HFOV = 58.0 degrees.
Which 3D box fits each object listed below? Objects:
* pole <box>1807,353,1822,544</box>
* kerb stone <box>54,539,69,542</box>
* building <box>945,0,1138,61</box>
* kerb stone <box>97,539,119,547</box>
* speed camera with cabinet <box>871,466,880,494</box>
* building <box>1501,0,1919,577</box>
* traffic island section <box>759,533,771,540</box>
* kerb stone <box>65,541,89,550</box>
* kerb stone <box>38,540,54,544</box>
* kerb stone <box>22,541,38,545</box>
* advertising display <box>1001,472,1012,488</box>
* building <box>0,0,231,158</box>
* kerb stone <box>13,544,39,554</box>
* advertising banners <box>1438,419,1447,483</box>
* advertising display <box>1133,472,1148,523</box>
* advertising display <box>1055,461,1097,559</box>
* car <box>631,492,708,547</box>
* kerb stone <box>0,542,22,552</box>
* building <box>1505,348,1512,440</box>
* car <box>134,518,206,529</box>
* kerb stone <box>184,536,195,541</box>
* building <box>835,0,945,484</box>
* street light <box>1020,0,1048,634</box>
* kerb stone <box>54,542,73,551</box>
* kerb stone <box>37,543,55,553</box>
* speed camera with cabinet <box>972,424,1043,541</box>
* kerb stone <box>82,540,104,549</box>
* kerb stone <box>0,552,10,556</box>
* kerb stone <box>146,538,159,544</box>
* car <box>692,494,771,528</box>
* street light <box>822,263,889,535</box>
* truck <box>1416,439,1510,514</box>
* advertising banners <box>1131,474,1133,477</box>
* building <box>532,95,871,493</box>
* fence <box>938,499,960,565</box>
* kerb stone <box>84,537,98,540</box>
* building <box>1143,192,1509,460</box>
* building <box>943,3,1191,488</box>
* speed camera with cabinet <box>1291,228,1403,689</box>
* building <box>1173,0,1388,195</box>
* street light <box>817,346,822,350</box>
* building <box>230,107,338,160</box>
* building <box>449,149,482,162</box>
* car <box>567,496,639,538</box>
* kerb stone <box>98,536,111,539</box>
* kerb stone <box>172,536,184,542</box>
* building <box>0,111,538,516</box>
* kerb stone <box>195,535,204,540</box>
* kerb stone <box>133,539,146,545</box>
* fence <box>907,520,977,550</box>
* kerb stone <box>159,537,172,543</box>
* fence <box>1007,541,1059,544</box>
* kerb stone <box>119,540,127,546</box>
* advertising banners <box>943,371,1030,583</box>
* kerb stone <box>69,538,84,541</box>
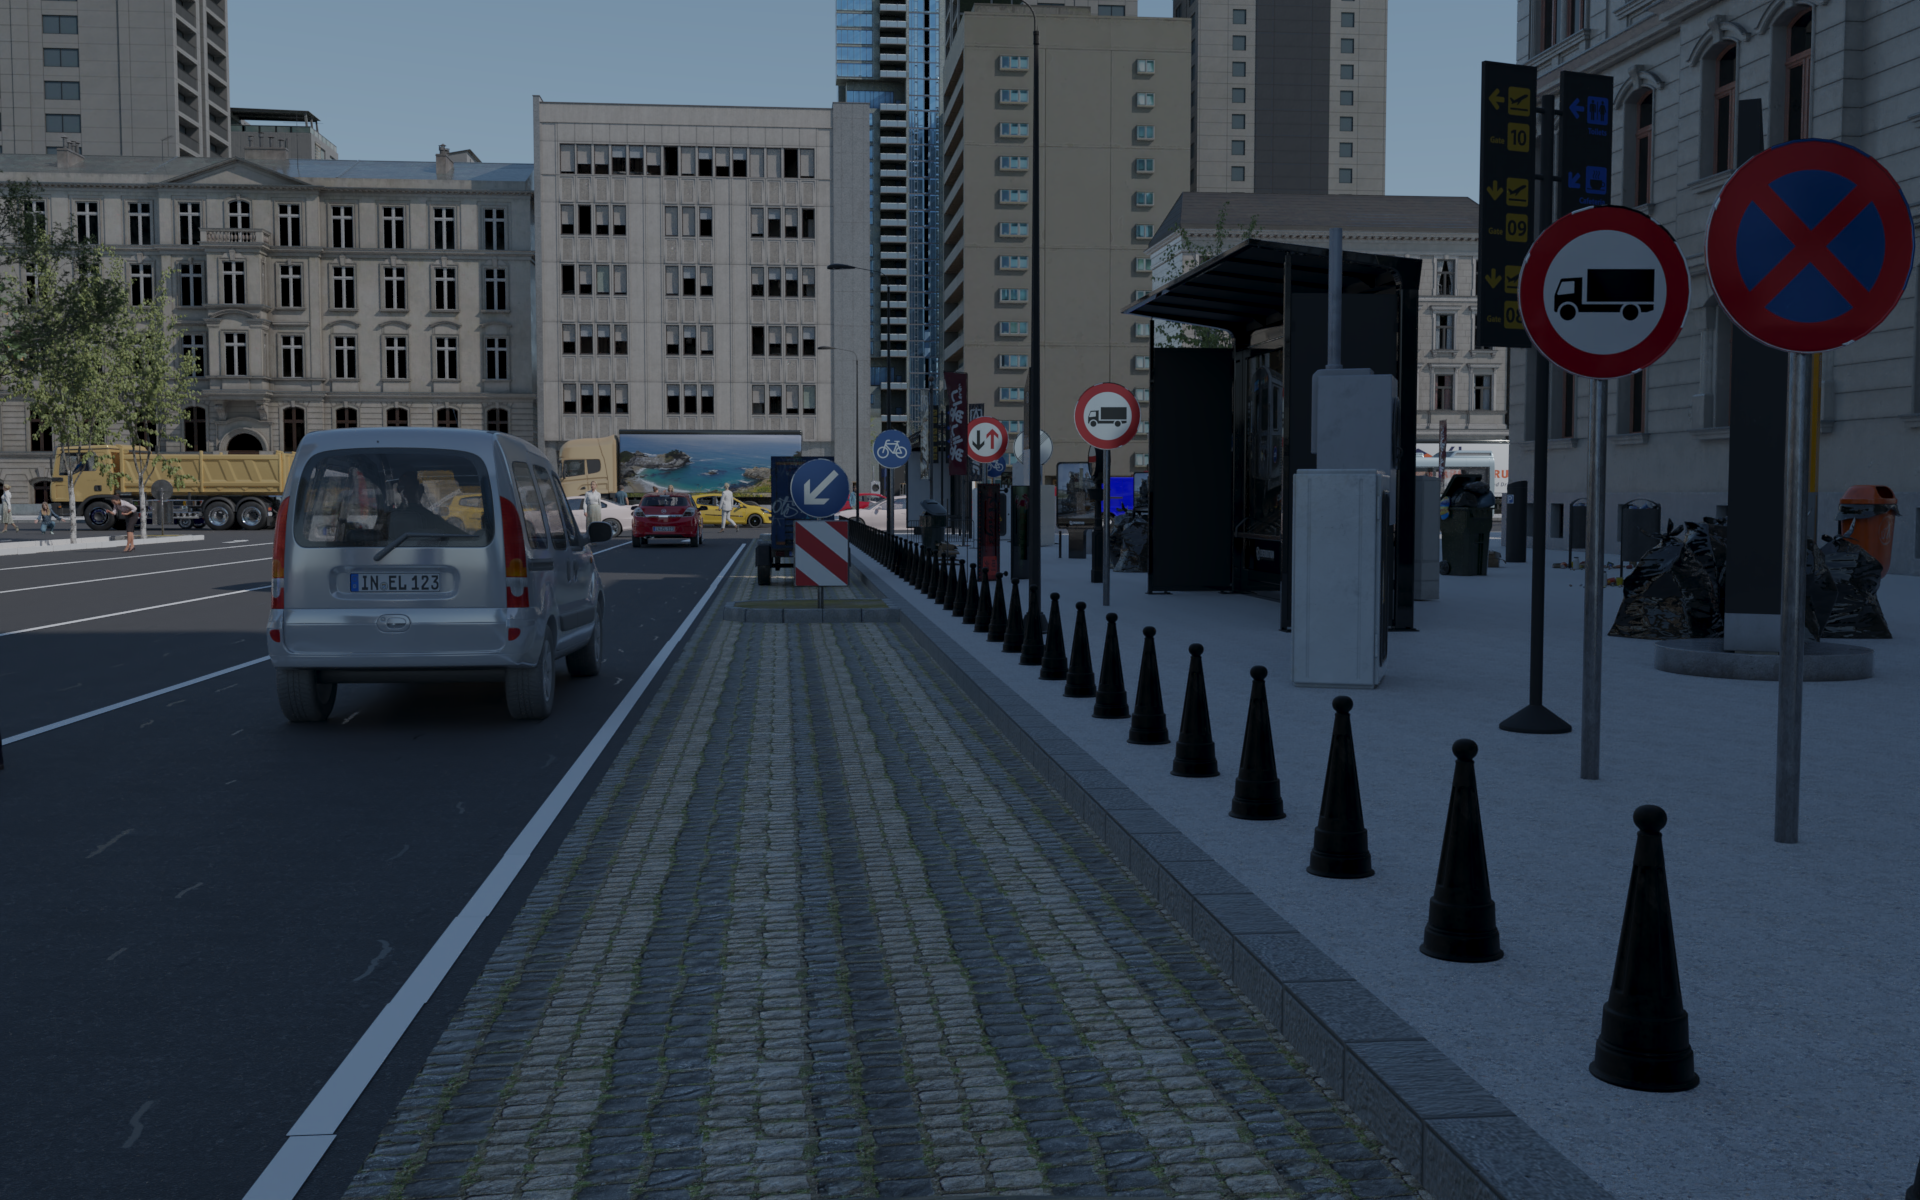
[{"bbox_3d":[12.253,-1.900,24.915,0.158,3.312,0.155,0,3,0],"label":"pole"},{"bbox_3d":[-25.346,-1.614,48.618,0.120,0.150,1.000,0,4,-6],"label":"kerb stone"},{"bbox_3d":[7.272,-45.991,190.202,20.563,71.187,20.611,0,4,-6],"label":"building"},{"bbox_3d":[-23.039,-1.504,46.782,0.120,0.150,1.000,0,4,-6],"label":"kerb stone"},{"bbox_3d":[-6.641,-7.764,121.272,2.038,3.252,0.660,-2,4,-24],"label":"speed camera with cabinet"},{"bbox_3d":[20.631,-14.920,31.328,14.401,28.519,23.554,0,4,-6],"label":"building"},{"bbox_3d":[-5.361,-2.007,55.088,2.009,0.180,2.903,0,4,-6],"label":"traffic island section"},{"bbox_3d":[-22.836,-1.379,44.737,0.120,0.150,1.000,0,4,-6],"label":"kerb stone"},{"bbox_3d":[-25.238,-1.553,47.587,0.120,0.150,1.000,0,4,-6],"label":"kerb stone"},{"bbox_3d":[-25.135,-1.490,46.564,0.120,0.150,1.000,0,4,-6],"label":"kerb stone"},{"bbox_3d":[1.651,-2.716,49.617,0.974,1.923,0.123,1,4,19],"label":"advertising display"},{"bbox_3d":[-75.004,-43.833,154.921,20.563,71.187,20.611,0,4,-6],"label":"building"},{"bbox_3d":[-22.506,-1.186,41.667,0.120,0.150,1.000,0,4,-6],"label":"kerb stone"},{"bbox_3d":[11.339,-2.780,41.646,0.090,3.025,2.074,0,4,-2],"label":"advertising banners"},{"bbox_3d":[5.404,-2.753,50.230,0.123,1.923,0.974,-3,5,-39],"label":"advertising display"},{"bbox_3d":[2.332,-1.783,34.369,0.974,1.923,0.123,3,5,39],"label":"advertising display"},{"bbox_3d":[-8.102,-2.391,48.140,2.155,1.783,4.494,0,4,-6],"label":"car"},{"bbox_3d":[-25.025,-1.428,45.540,0.120,0.150,1.000,0,4,-6],"label":"kerb stone"},{"bbox_3d":[43.342,-15.958,115.670,16.860,20.320,10.420,0,4,-6],"label":"building"},{"bbox_3d":[-33.001,-3.615,71.690,3.894,1.354,1.945,0,4,-5],"label":"car"},{"bbox_3d":[-23.685,-1.878,52.927,0.120,0.150,1.000,0,4,-6],"label":"kerb stone"},{"bbox_3d":[-7.985,-58.823,274.424,31.000,86.520,22.319,0,4,-6],"label":"building"},{"bbox_3d":[0.151,-2.644,15.775,1.470,5.913,1.316,0,4,-6],"label":"street light"},{"bbox_3d":[-22.729,-1.312,43.714,0.120,0.150,1.000,0,4,-6],"label":"kerb stone"},{"bbox_3d":[-22.631,-1.253,42.687,0.120,0.150,1.000,0,4,-6],"label":"kerb stone"},{"bbox_3d":[1.326,-3.289,48.113,2.038,3.252,0.660,-2,4,-34],"label":"speed camera with cabinet"},{"bbox_3d":[-22.939,-1.441,45.759,0.120,0.150,1.000,0,4,-6],"label":"kerb stone"},{"bbox_3d":[-22.410,-1.128,40.643,0.120,0.150,1.000,0,4,-6],"label":"kerb stone"},{"bbox_3d":[-23.365,-1.687,49.852,0.120,0.150,1.000,0,4,-6],"label":"kerb stone"},{"bbox_3d":[-9.925,-3.882,73.702,3.980,1.641,2.015,0,4,-7],"label":"car"},{"bbox_3d":[-1.983,-3.826,35.099,1.470,5.913,1.316,0,4,-6],"label":"street light"},{"bbox_3d":[27.260,-6.191,90.133,11.283,4.237,2.839,0,4,-6],"label":"truck"},{"bbox_3d":[14.819,-9.603,153.202,0.090,3.025,2.074,-2,4,-30],"label":"advertising banners"},{"bbox_3d":[-15.950,-17.856,109.965,19.932,24.808,12.078,0,4,-6],"label":"building"},{"bbox_3d":[-0.233,-1.284,32.197,0.480,1.192,2.264,0,4,-1],"label":"fence"},{"bbox_3d":[-25.552,-1.741,50.664,0.120,0.150,1.000,0,4,-6],"label":"kerb stone"},{"bbox_3d":[14.656,-15.992,112.383,40.483,20.767,10.553,0,4,-6],"label":"building"},{"bbox_3d":[9.917,-33.412,169.988,21.300,48.544,21.600,0,4,-6],"label":"building"},{"bbox_3d":[2.771,-1.097,12.278,0.660,3.252,2.038,1,4,17],"label":"speed camera with cabinet"},{"bbox_3d":[34.022,-46.166,193.068,20.611,71.187,20.563,0,4,-6],"label":"building"},{"bbox_3d":[-3.768,-5.010,54.460,1.470,5.913,1.316,0,4,-6],"label":"street light"},{"bbox_3d":[-74.602,-30.741,186.203,14.086,41.232,14.154,0,4,-6],"label":"building"},{"bbox_3d":[-66.332,-41.831,273.171,27.495,52.752,28.713,0,4,-6],"label":"building"},{"bbox_3d":[-12.927,-2.769,57.631,4.827,1.381,2.083,0,4,-8],"label":"car"},{"bbox_3d":[-25.664,-1.804,51.697,0.120,0.150,1.000,0,4,-6],"label":"kerb stone"},{"bbox_3d":[-23.576,-1.813,51.900,0.120,0.150,1.000,0,4,-6],"label":"kerb stone"},{"bbox_3d":[-43.333,-17.703,108.532,34.723,24.649,14.460,0,4,-6],"label":"building"},{"bbox_3d":[-23.782,-1.934,53.959,0.120,0.150,1.000,0,4,-6],"label":"kerb stone"},{"bbox_3d":[-23.261,-1.628,48.829,0.120,0.150,1.000,0,4,-6],"label":"kerb stone"},{"bbox_3d":[-0.434,-1.512,40.100,2.069,0.683,0.278,-3,5,-39],"label":"fence"},{"bbox_3d":[-23.468,-1.751,50.876,0.120,0.150,1.000,0,4,-6],"label":"kerb stone"},{"bbox_3d":[1.895,-2.074,45.109,0.480,1.192,2.264,-1,4,-22],"label":"fence"},{"bbox_3d":[-23.154,-1.566,47.807,0.120,0.150,1.000,0,4,-6],"label":"kerb stone"},{"bbox_3d":[0.442,-1.786,25.389,0.090,3.025,2.074,3,5,41],"label":"advertising banners"},{"bbox_3d":[-25.449,-1.676,49.640,0.120,0.150,1.000,0,4,-6],"label":"kerb stone"}]
